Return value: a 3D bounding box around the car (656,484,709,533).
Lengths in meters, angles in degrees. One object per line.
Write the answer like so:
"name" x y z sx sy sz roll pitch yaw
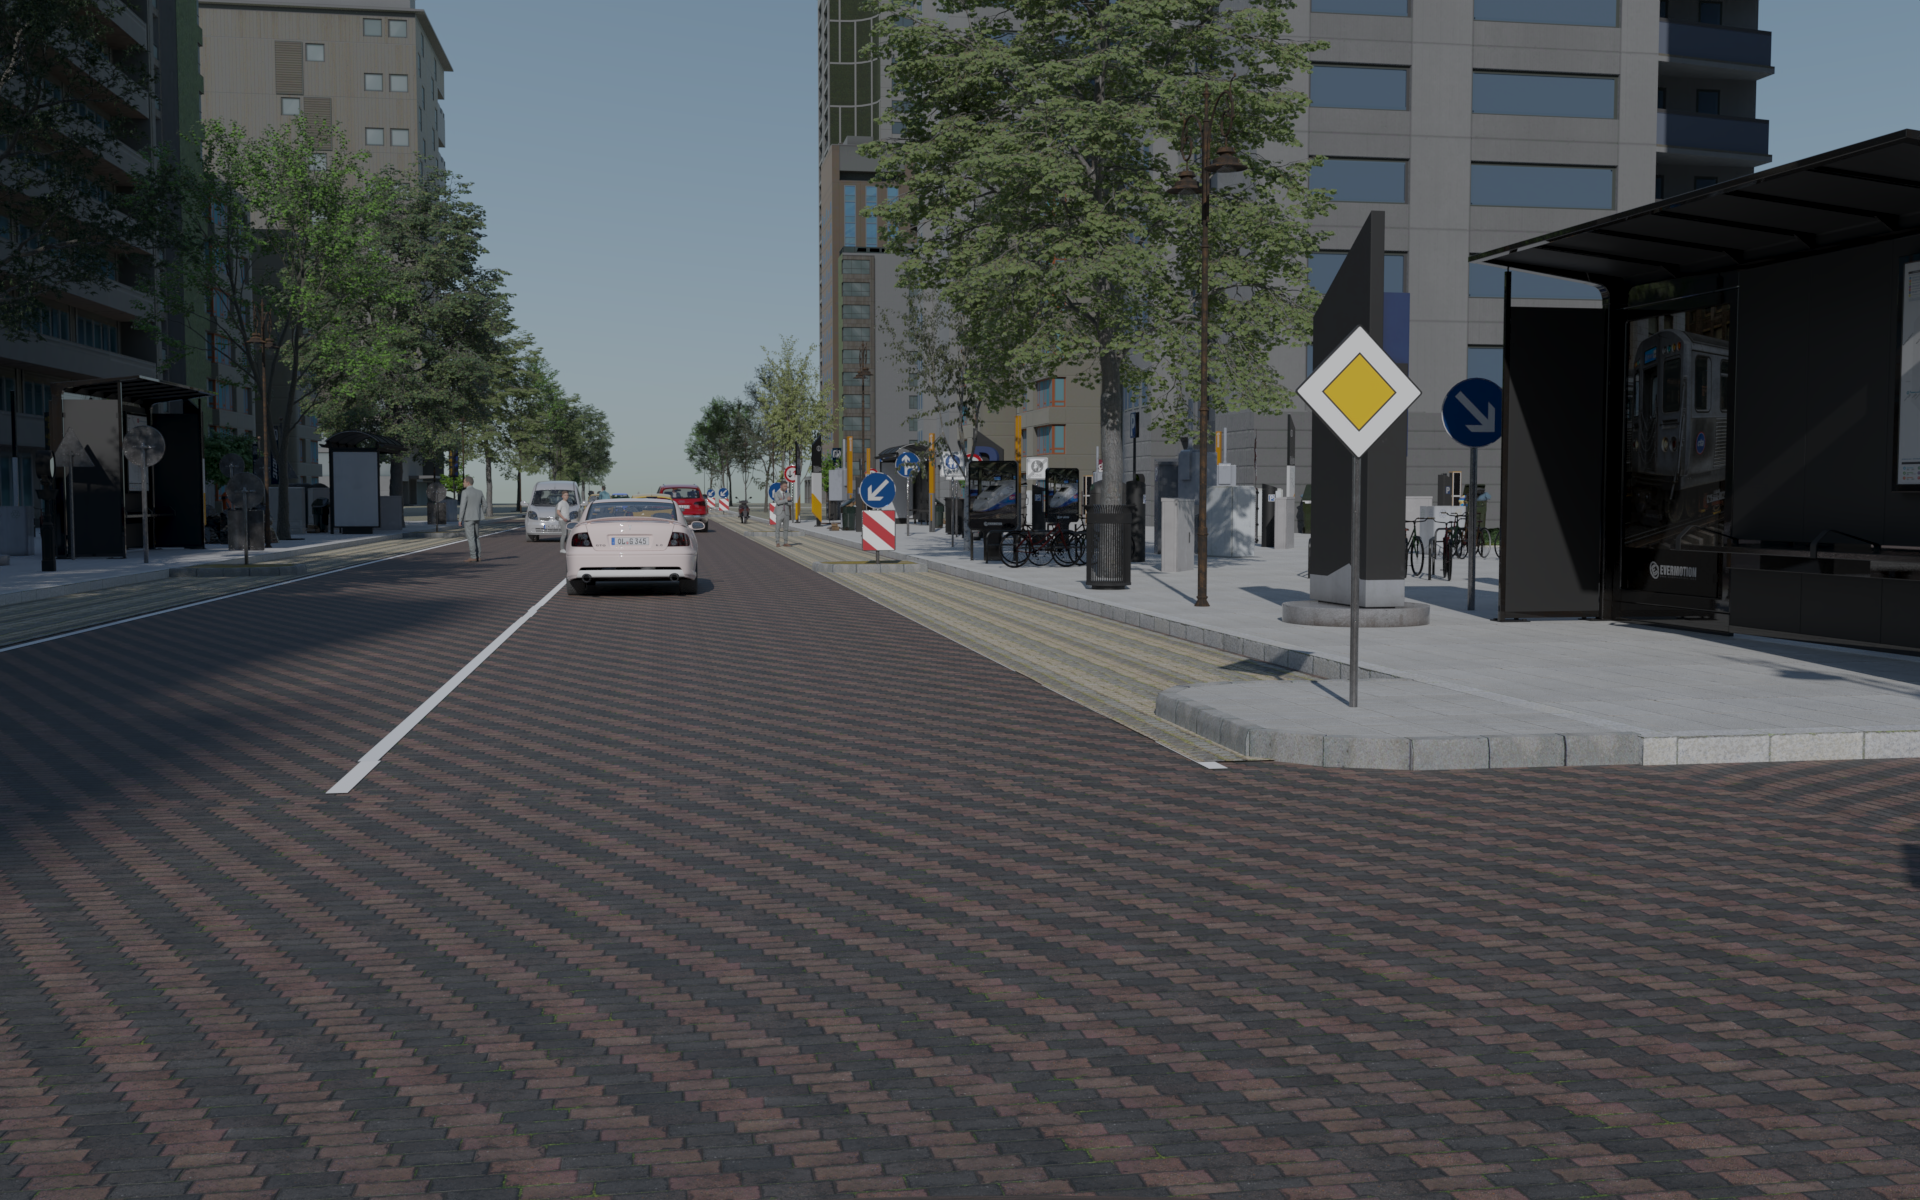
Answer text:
"car" -10.693 -3.495 65.817 2.281 1.827 5.304 -1 4 -12

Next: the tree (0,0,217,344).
"tree" -14.281 -5.455 23.597 8.767 10.594 7.601 0 4 3

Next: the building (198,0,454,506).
"building" -70.295 -36.522 186.368 28.713 52.752 27.495 -1 4 -10

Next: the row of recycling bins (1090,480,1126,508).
"row of recycling bins" 4.343 -2.636 50.218 1.069 1.692 3.534 1 4 9

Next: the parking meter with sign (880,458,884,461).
"parking meter with sign" -3.425 -5.225 81.682 0.543 3.016 1.738 -1 4 -9

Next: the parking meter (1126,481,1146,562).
"parking meter" 3.318 -1.487 32.716 0.372 1.533 0.369 0 3 0

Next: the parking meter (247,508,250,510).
"parking meter" -27.885 -3.618 67.567 0.372 1.533 0.369 0 3 0

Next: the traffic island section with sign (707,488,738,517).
"traffic island section with sign" -14.960 -6.119 108.673 1.989 1.847 2.006 -1 4 -10

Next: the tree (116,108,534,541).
"tree" -18.871 -7.461 47.747 9.928 11.665 9.643 0 3 0

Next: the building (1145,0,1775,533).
"building" 17.507 -32.310 70.262 21.231 58.520 28.212 -1 4 -10

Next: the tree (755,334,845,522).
"tree" -7.353 -7.883 79.245 4.737 8.622 4.395 0 3 0

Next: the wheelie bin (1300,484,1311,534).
"wheelie bin" 11.402 -2.925 55.734 0.980 1.594 0.693 3 4 37

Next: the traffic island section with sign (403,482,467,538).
"traffic island section with sign" -17.402 -2.998 57.642 1.989 1.847 2.006 -1 4 -10

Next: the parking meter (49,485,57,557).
"parking meter" -18.420 -1.820 35.471 0.399 1.863 0.255 1 4 20

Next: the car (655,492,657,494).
"car" -34.832 -11.560 198.601 1.945 1.707 3.694 -1 4 -12

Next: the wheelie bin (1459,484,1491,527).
"wheelie bin" 16.199 -2.844 54.405 0.980 1.594 0.693 0 3 0

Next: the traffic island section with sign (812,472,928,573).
"traffic island section with sign" -1.727 -1.446 32.278 1.989 1.847 2.006 -1 4 -10

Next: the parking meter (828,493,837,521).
"parking meter" -6.175 -4.777 83.814 0.399 1.863 0.255 2 4 33

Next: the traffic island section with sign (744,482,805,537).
"traffic island section with sign" -6.358 -3.084 59.057 1.989 1.847 2.006 -1 4 -10

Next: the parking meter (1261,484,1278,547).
"parking meter" 7.479 -2.046 41.863 0.372 1.533 0.369 0 3 0

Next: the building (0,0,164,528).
"building" -45.011 -27.030 65.650 21.300 48.544 21.600 -1 4 -10

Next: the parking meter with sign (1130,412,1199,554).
"parking meter with sign" 4.538 -2.492 37.002 1.738 3.016 0.543 0 4 -6

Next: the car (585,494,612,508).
"car" -21.909 -5.829 105.522 2.015 1.641 3.980 -1 4 -8

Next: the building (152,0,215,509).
"building" -46.278 -24.554 85.057 14.154 41.232 14.086 -1 4 -10

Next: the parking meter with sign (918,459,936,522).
"parking meter with sign" -1.555 -5.074 79.226 0.543 3.016 1.738 1 4 11

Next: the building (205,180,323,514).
"building" -56.344 -15.942 105.692 27.650 21.520 28.899 -1 4 -10

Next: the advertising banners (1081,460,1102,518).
"advertising banners" 6.326 -5.562 87.123 2.074 3.025 0.090 1 4 12

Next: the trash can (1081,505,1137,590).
"trash can" 2.001 -0.713 23.308 0.748 1.137 0.748 0 3 0

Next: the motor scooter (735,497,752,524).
"motor scooter" -10.419 -4.327 83.517 0.815 1.314 1.986 -1 4 -11

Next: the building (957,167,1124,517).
"building" 15.894 -16.090 108.112 27.650 21.520 28.899 -1 4 -10

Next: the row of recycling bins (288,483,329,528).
"row of recycling bins" -24.890 -3.585 65.730 1.069 1.692 3.534 -3 5 -42

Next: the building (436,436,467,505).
"building" -77.141 -31.790 211.646 32.217 40.220 23.993 -1 4 -10

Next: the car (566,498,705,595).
"car" -4.877 -0.833 25.987 2.083 1.381 4.827 -1 4 -9

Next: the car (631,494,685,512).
"car" -9.288 -2.564 52.147 2.015 1.641 3.980 -1 4 -11

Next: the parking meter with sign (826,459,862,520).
"parking meter with sign" -5.735 -5.456 85.468 1.738 3.016 0.543 0 4 1

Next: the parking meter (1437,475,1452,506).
"parking meter" 14.579 -2.839 52.134 0.399 1.863 0.255 -3 5 -39

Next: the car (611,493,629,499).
"car" -25.877 -7.475 131.802 1.945 1.707 3.694 0 4 -8

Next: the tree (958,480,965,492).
"tree" 0.599 -5.478 84.166 1.663 3.219 1.824 0 3 0

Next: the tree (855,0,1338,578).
"tree" 1.901 -6.617 26.321 7.486 12.596 7.792 0 3 0

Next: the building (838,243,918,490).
"building" -7.499 -26.437 203.950 14.160 30.474 14.107 -1 4 -10

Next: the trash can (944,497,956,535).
"trash can" -0.165 -2.629 54.642 0.748 1.137 0.748 0 3 0

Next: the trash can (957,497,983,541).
"trash can" 0.355 -2.216 47.883 0.748 1.137 0.748 0 3 0

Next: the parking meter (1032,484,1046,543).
"parking meter" 2.061 -2.252 45.224 0.372 1.533 0.369 0 3 0

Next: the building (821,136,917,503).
"building" -9.816 -34.713 217.664 14.600 45.320 14.200 -1 4 -10

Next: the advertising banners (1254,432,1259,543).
"advertising banners" 7.838 -3.034 45.786 0.090 3.025 2.074 0 4 8

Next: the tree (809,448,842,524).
"tree" -5.668 -4.834 73.635 1.663 3.219 1.824 0 3 0

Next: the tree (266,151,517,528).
"tree" -21.544 -9.726 65.673 9.857 13.997 8.962 0 3 0

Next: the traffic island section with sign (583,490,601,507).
"traffic island section with sign" -40.071 -10.998 188.445 1.989 1.847 2.006 -1 4 -10

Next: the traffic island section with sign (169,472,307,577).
"traffic island section with sign" -12.748 -1.353 30.756 1.989 1.847 2.006 -1 4 -10

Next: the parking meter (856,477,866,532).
"parking meter" -3.327 -3.234 58.590 0.399 1.863 0.255 0 4 0

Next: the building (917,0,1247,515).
"building" 7.207 -36.246 134.621 21.231 58.520 28.212 -1 4 -10

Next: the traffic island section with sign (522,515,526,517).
"traffic island section with sign" -25.926 -6.007 106.840 1.989 1.847 2.006 -1 4 -10

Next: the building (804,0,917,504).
"building" -10.196 -48.697 234.440 20.563 71.187 20.611 -1 4 -10
